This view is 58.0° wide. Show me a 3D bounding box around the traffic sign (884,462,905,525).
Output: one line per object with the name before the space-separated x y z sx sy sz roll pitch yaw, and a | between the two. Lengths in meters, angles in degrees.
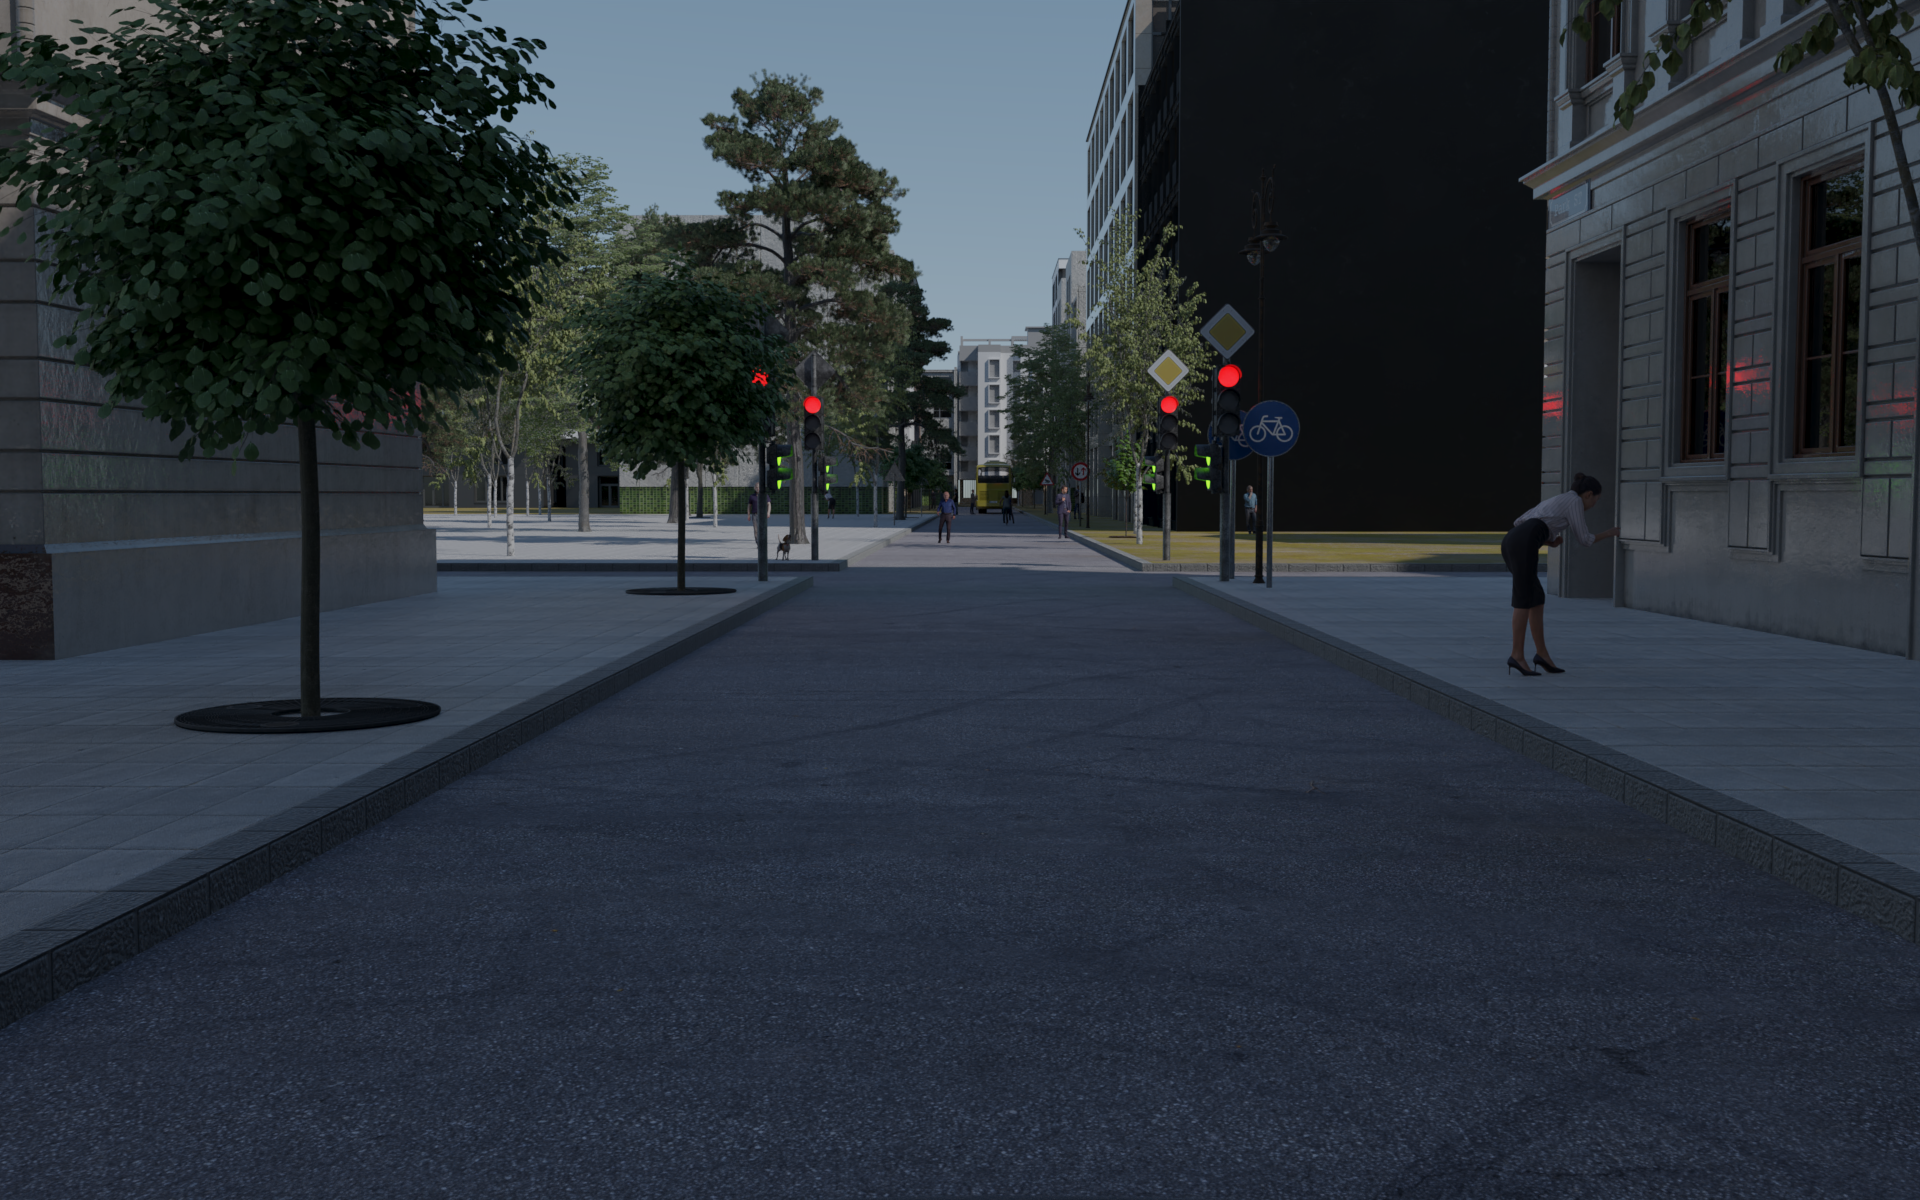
traffic sign | -2.687 -4.333 70.847 0.884 2.594 0.081 1 4 10

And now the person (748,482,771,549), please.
person | -4.639 -1.979 40.611 0.569 1.553 0.471 2 4 32

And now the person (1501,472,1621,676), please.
person | 4.233 -0.188 12.311 0.628 1.438 0.799 3 5 44

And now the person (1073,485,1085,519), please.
person | 6.052 -4.962 87.986 0.431 1.722 0.655 3 5 43

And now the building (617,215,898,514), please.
building | -13.162 -15.858 125.733 16.747 18.905 31.486 0 4 1

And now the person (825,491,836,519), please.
person | -6.840 -4.985 90.730 0.799 1.438 0.628 1 4 19

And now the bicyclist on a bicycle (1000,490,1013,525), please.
bicyclist on a bicycle | 2.148 -4.262 79.700 1.499 1.676 1.625 0 4 1

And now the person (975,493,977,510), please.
person | 1.681 -8.881 153.564 0.599 1.838 0.709 -3 5 -42

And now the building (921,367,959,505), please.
building | -16.000 -20.584 203.007 31.486 18.905 16.747 0 4 1

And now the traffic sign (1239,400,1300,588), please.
traffic sign | 4.237 -1.440 23.652 0.768 2.556 0.104 0 4 8

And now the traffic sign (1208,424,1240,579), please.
traffic sign | 4.113 -1.591 26.115 0.768 2.556 0.104 0 4 8

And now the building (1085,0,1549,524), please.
building | 17.293 -17.541 91.308 19.350 26.468 34.151 0 4 1

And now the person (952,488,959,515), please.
person | -0.303 -6.696 117.991 0.705 1.822 1.348 1 4 19

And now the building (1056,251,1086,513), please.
building | 16.565 -16.391 134.458 16.747 18.905 31.486 0 4 1

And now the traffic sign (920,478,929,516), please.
traffic sign | -2.198 -6.061 99.099 0.884 2.594 0.081 0 4 4

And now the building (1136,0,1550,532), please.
building | 13.612 -14.450 65.932 12.332 23.373 15.834 0 4 1

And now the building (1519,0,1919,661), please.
building | 12.374 -10.742 11.790 11.583 22.565 21.152 0 4 1

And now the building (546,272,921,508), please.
building | -20.340 -19.894 169.233 32.646 21.610 27.936 0 4 1

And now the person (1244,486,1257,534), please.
person | 9.351 -2.894 55.565 0.499 1.552 0.429 1 4 8

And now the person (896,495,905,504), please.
person | -3.586 -5.862 104.089 0.569 1.553 0.471 0 4 -3

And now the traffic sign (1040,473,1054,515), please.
traffic sign | 5.218 -6.343 103.708 0.884 2.594 0.081 1 4 10

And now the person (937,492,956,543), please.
person | -0.481 -2.398 50.396 0.574 1.496 0.600 2 4 31

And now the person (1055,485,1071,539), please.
person | 3.321 -2.830 55.688 0.541 1.710 0.530 -1 4 -10

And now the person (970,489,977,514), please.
person | 1.028 -6.906 121.947 0.750 1.759 0.617 3 4 36

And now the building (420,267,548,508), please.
building | -54.266 -19.956 170.255 32.646 21.610 27.936 0 4 1

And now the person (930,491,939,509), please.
person | -2.185 -8.780 150.397 0.742 1.727 0.445 -2 4 -24

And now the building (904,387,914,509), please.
building | -11.903 -17.831 147.964 16.016 20.091 11.380 0 4 1

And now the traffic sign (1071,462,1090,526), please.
traffic sign | 4.772 -4.190 68.612 0.768 2.556 0.104 0 4 5

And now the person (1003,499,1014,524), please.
person | 2.413 -4.474 84.344 0.574 1.496 0.600 1 4 15

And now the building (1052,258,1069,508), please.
building | 22.649 -19.715 166.308 27.936 21.610 32.646 0 4 1

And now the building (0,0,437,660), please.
building | -15.999 -9.356 17.600 19.286 19.102 10.561 0 4 1
